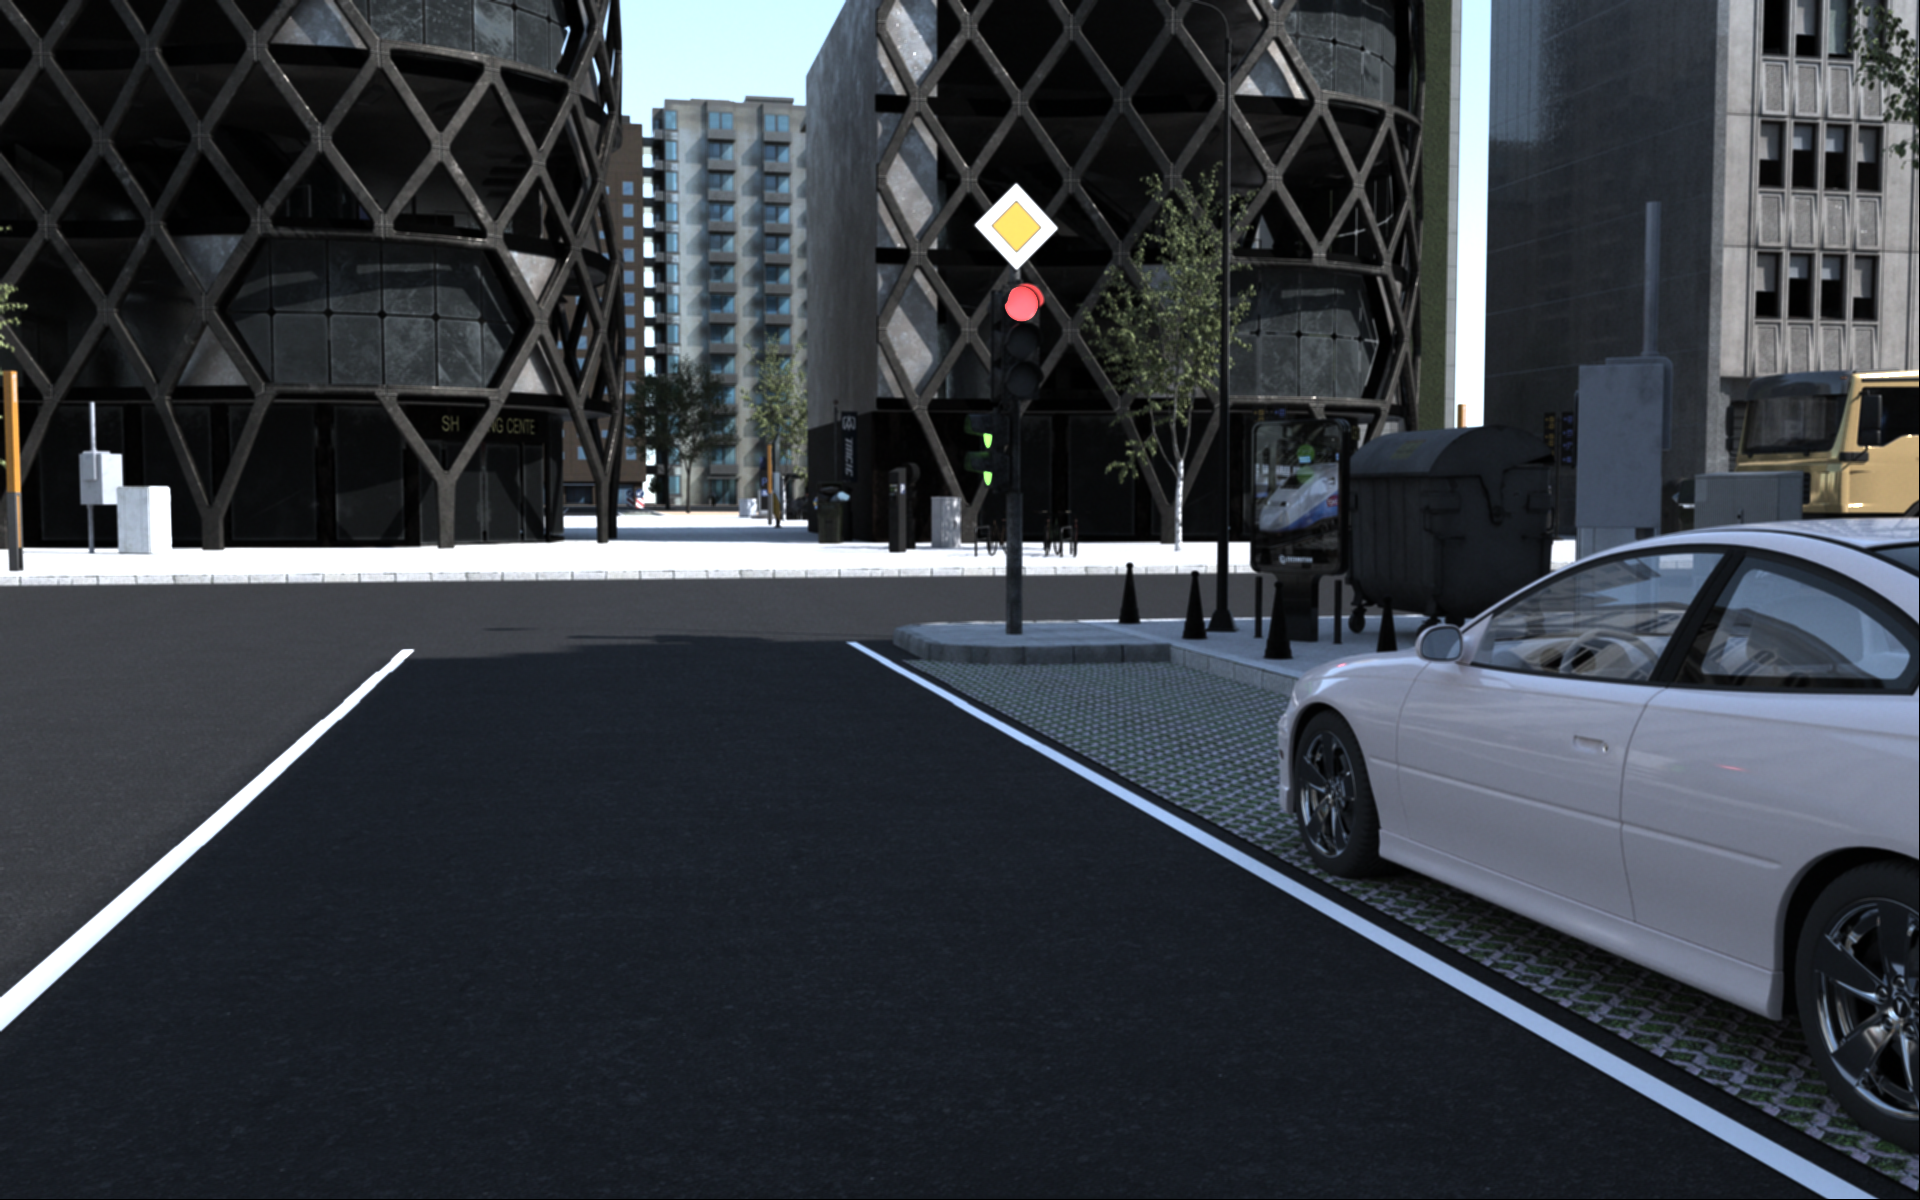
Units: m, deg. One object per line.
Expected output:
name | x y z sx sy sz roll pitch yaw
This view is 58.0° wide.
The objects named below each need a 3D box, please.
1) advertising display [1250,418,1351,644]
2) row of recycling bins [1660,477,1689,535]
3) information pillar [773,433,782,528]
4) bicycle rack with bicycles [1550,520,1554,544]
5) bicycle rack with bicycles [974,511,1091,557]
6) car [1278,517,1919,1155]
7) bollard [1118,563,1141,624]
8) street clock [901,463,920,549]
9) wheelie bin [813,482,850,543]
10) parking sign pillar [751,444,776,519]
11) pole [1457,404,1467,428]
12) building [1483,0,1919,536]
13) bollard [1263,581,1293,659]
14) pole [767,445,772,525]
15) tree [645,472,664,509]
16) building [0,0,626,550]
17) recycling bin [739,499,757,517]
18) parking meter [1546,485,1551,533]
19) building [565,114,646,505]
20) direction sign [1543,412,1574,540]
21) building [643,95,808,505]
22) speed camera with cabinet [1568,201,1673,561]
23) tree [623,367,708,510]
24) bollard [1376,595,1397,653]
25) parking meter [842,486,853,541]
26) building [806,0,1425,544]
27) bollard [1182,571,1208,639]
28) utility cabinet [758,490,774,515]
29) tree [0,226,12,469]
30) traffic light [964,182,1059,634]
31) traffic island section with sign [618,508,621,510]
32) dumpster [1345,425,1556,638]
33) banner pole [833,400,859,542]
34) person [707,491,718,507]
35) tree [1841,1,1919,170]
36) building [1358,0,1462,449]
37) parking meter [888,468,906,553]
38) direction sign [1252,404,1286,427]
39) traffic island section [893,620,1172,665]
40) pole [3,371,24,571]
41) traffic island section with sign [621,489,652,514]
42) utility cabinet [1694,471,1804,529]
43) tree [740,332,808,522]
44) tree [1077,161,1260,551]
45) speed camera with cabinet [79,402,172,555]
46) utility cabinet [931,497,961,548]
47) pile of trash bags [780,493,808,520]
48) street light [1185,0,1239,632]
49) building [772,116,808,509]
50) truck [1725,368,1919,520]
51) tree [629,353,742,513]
advertising display | 2.956 -0.605 15.112 0.123 1.923 0.974 -3 5 -42
row of recycling bins | 19.154 -2.178 42.718 3.534 1.692 1.069 0 4 6
information pillar | -6.973 -4.557 65.857 0.183 3.616 0.504 1 4 19
bicycle rack with bicycles | 13.658 -1.877 44.073 2.852 0.926 2.925 3 5 44
bicycle rack with bicycles | 1.506 -1.402 36.306 2.852 0.926 2.925 1 4 11
car | 2.603 0.434 5.271 2.083 1.381 4.827 -1 4 -14
bollard | 1.685 -0.071 17.209 0.229 0.601 0.229 0 3 0
street clock | -1.168 -2.184 40.286 0.358 2.002 0.471 -3 5 -44
wheelie bin | -3.353 -2.273 45.073 0.980 1.594 0.693 0 4 3
parking sign pillar | -10.144 -6.207 89.962 1.447 3.967 1.447 0 4 -7
pole | 11.340 -2.775 39.214 0.158 3.312 0.155 0 3 0
building | 28.719 -14.460 54.443 19.932 24.808 12.078 -1 4 -12
bollard | 2.489 0.154 13.530 0.229 0.601 0.229 0 3 0
pole | -7.885 -4.767 71.791 0.158 3.312 0.155 0 3 0
tree | -26.213 -9.390 148.129 1.663 3.219 1.824 0 3 0
building | -17.714 -10.983 47.026 16.811 18.784 16.820 -1 4 -12
recycling bin | -11.803 -5.126 96.371 0.722 1.027 0.722 3 5 42
parking meter | 14.279 -2.082 42.454 0.372 1.533 0.369 0 3 0
building | -44.481 -33.837 203.346 14.200 45.320 14.600 -1 4 -12
direction sign | 16.541 -3.421 47.927 0.379 3.537 0.876 -3 5 -43
building | -23.389 -36.190 211.317 30.456 49.044 23.786 -1 4 -12
speed camera with cabinet | 4.776 -1.114 12.547 0.660 3.252 2.038 1 4 21
tree | -24.161 -13.230 142.072 9.928 11.665 9.643 0 3 0
bollard | 2.882 0.266 11.685 0.229 0.601 0.229 0 3 0
parking meter | -3.116 -2.373 47.204 0.372 1.533 0.369 0 3 0
building | 4.760 -11.290 52.038 16.811 18.784 16.820 -1 4 -12
bollard | 2.085 0.041 15.375 0.229 0.601 0.229 0 3 0
utility cabinet | -11.051 -5.618 100.535 1.173 1.500 0.318 3 5 40
tree | -20.854 -5.172 34.929 4.737 8.622 4.395 0 3 0
traffic light | 0.478 -1.643 15.778 0.839 4.253 0.868 -1 4 -12
traffic island section with sign | -29.441 -8.892 154.010 1.989 1.847 2.006 -1 4 -12
dumpster | 4.313 -0.589 15.387 1.264 1.857 1.865 -1 4 -12
banner pole | -3.091 -3.430 46.105 0.863 3.779 0.401 -2 4 -27
person | -26.299 -10.715 184.423 1.217 1.736 0.721 -2 4 -26
tree | 10.476 -3.973 15.328 4.737 8.622 4.395 0 3 0
building | 29.826 -37.973 162.858 28.212 58.520 21.231 -1 4 -12
parking meter | -1.378 -1.981 38.107 0.255 1.863 0.399 2 4 28
direction sign | 7.841 -3.180 43.993 0.876 3.537 0.379 2 4 27
traffic island section | 0.519 0.390 15.901 2.009 0.180 2.903 -1 4 -12
pole | -15.717 -2.135 28.749 0.158 3.312 0.155 0 3 0
traffic island section with sign | -23.726 -7.281 127.665 1.989 1.847 2.006 -1 4 -12
utility cabinet | 7.667 -0.505 16.928 0.318 1.500 1.173 -1 4 -15
tree | -7.937 -7.823 78.273 4.737 8.622 4.395 0 3 0
tree | 4.858 -5.417 38.924 4.737 8.622 4.395 0 3 0
speed camera with cabinet | -17.901 -2.617 37.128 2.038 3.252 0.660 1 4 23
utility cabinet | -0.324 -1.846 41.351 0.306 1.237 1.020 2 4 27
pile of trash bags | -7.804 -4.712 86.788 1.912 1.369 3.447 1 4 11
street light | 1.933 -2.657 15.984 1.470 5.913 1.316 -1 4 -12
building | -0.441 -28.264 154.001 32.217 40.220 23.993 -1 4 -12
truck | 16.706 -1.964 28.040 9.791 3.379 3.469 -1 4 -13
tree | -18.326 -11.076 115.504 8.767 10.594 7.601 1 4 13
